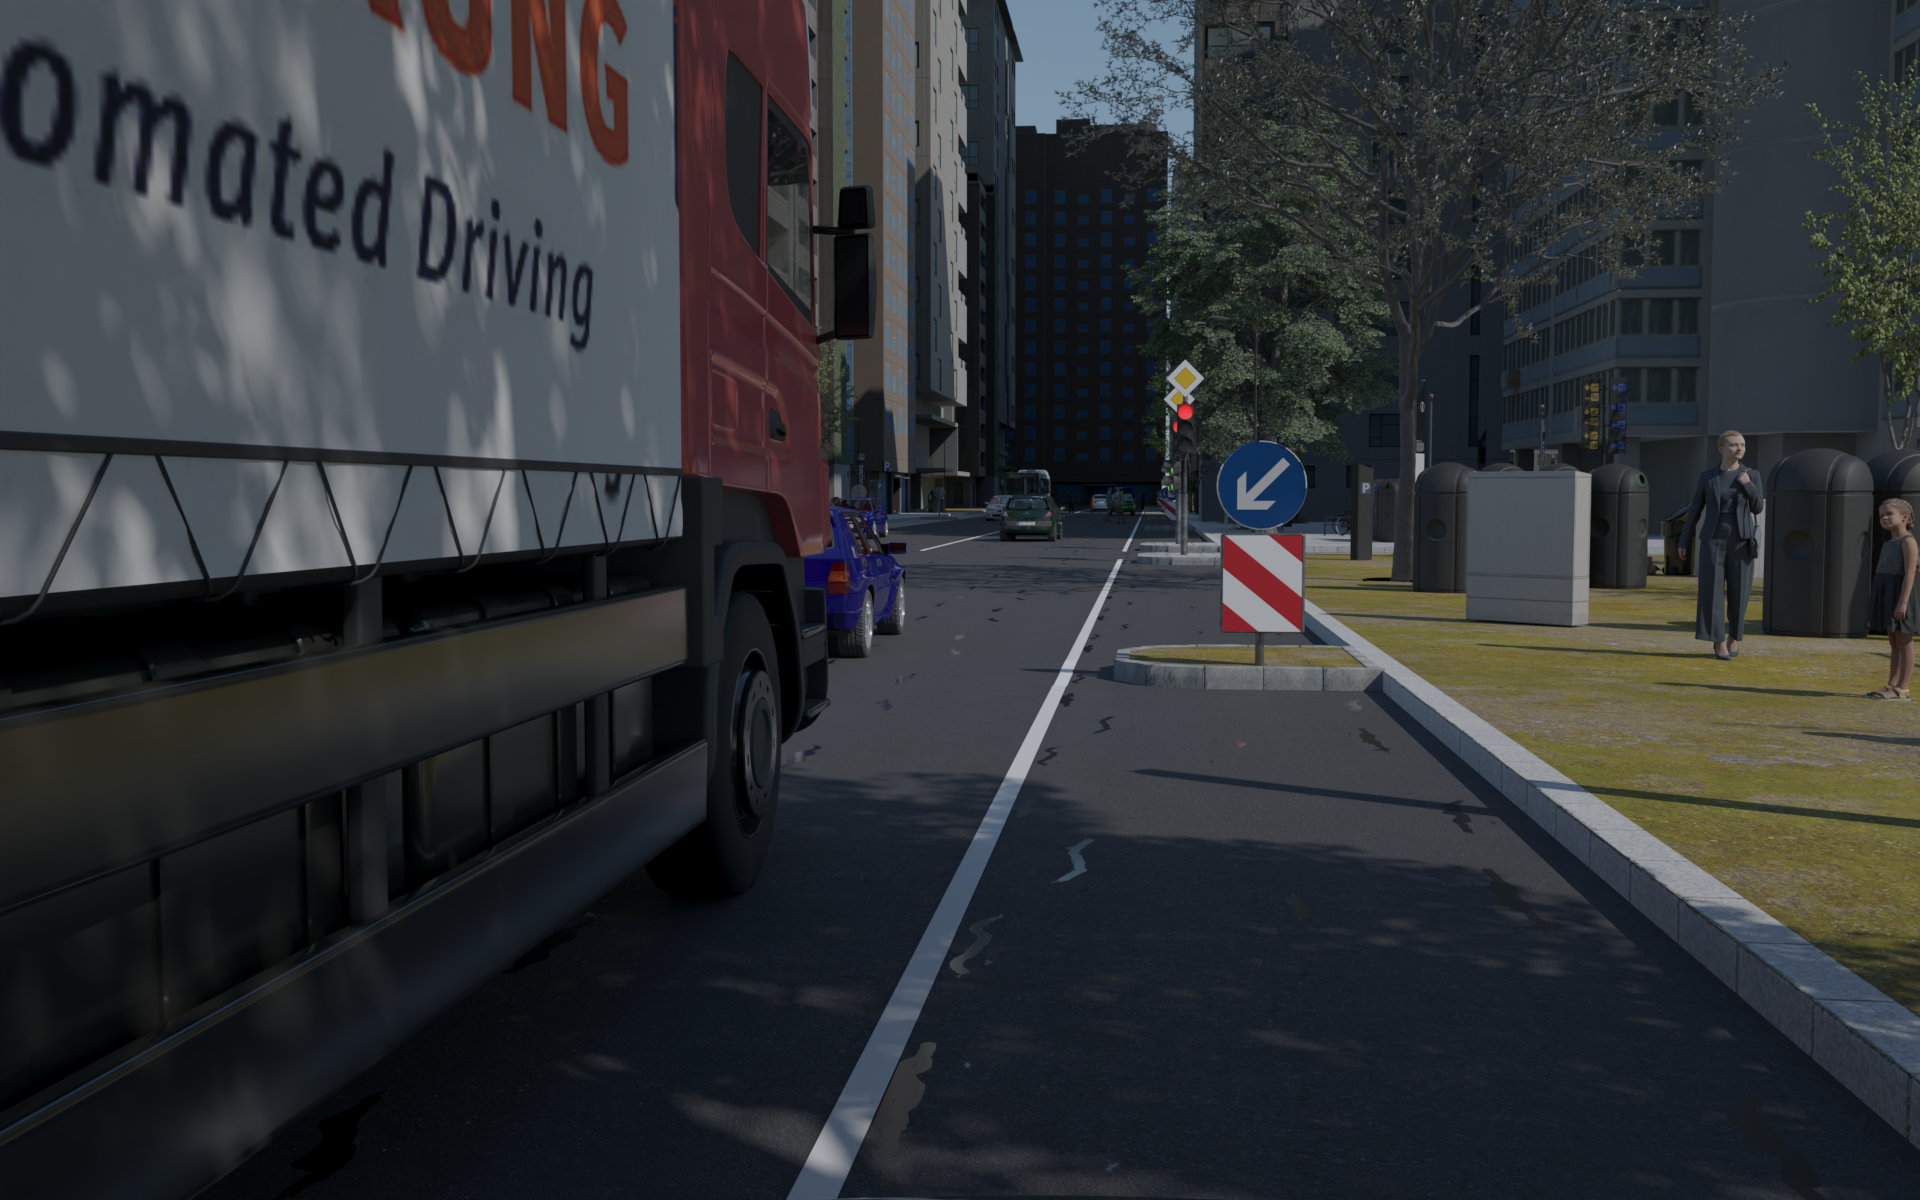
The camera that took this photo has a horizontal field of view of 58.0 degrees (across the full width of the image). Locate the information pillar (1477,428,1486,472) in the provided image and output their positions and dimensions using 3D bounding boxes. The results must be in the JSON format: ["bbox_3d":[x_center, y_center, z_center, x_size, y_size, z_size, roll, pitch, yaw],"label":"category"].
[{"bbox_3d":[18.529,-4.293,61.541,0.183,3.616,0.504,3,5,43],"label":"information pillar"}]

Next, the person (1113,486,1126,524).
[{"bbox_3d":[7.688,-4.608,83.967,0.709,1.813,0.853,3,5,39],"label":"person"}]

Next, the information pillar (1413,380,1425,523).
[{"bbox_3d":[9.397,-2.701,35.523,0.183,3.616,0.504,2,4,35],"label":"information pillar"}]

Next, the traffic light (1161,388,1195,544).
[{"bbox_3d":[5.567,-3.381,44.202,0.839,4.253,0.868,0,4,6],"label":"traffic light"}]

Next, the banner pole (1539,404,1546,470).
[{"bbox_3d":[16.211,-3.561,48.237,0.401,3.779,0.863,1,4,10],"label":"banner pole"}]

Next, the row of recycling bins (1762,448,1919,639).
[{"bbox_3d":[9.105,-0.550,16.101,3.534,1.692,1.069,-1,4,-17],"label":"row of recycling bins"}]

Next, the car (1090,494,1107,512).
[{"bbox_3d":[11.443,-7.776,139.133,2.014,1.417,4.499,0,4,8],"label":"car"}]

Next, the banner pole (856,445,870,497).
[{"bbox_3d":[-4.926,-6.048,88.898,0.863,3.779,0.401,0,3,0],"label":"banner pole"}]

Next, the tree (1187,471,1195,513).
[{"bbox_3d":[16.160,-7.665,119.919,1.663,3.219,1.824,0,3,0],"label":"tree"}]

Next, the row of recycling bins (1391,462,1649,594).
[{"bbox_3d":[7.633,-0.985,23.214,3.534,1.692,1.069,-1,4,-20],"label":"row of recycling bins"}]

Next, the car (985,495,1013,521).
[{"bbox_3d":[2.419,-4.979,93.769,2.083,1.381,4.827,0,4,5],"label":"car"}]

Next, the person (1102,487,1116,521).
[{"bbox_3d":[7.872,-5.045,91.103,0.853,1.813,0.709,1,4,11],"label":"person"}]

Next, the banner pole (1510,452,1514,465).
[{"bbox_3d":[28.797,-6.166,90.838,0.401,3.779,0.863,-1,4,-15],"label":"banner pole"}]

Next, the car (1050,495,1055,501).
[{"bbox_3d":[7.164,-8.444,149.863,2.131,1.459,4.920,0,4,7],"label":"car"}]

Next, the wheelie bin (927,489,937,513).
[{"bbox_3d":[-1.873,-6.812,119.279,0.693,1.594,0.980,0,4,7],"label":"wheelie bin"}]

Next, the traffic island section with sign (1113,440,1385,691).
[{"bbox_3d":[2.216,-0.306,13.627,1.989,1.847,2.006,0,4,6],"label":"traffic island section with sign"}]

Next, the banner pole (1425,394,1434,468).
[{"bbox_3d":[11.539,-3.267,43.428,0.863,3.779,0.401,1,4,19],"label":"banner pole"}]

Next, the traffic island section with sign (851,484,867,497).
[{"bbox_3d":[-4.118,-3.762,70.144,1.989,1.847,2.006,0,4,6],"label":"traffic island section with sign"}]

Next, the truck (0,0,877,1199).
[{"bbox_3d":[-2.246,-0.855,2.897,2.839,4.237,11.283,0,4,6],"label":"truck"}]

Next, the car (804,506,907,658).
[{"bbox_3d":[-1.532,-0.243,16.559,1.945,1.354,3.894,0,4,5],"label":"car"}]

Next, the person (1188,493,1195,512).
[{"bbox_3d":[16.695,-7.161,123.120,1.348,1.824,0.705,-3,5,-45],"label":"person"}]

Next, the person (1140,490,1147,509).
[{"bbox_3d":[17.329,-9.483,163.677,0.705,1.807,1.348,2,4,33],"label":"person"}]

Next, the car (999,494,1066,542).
[{"bbox_3d":[2.223,-2.674,53.503,2.009,1.686,4.222,0,4,7],"label":"car"}]

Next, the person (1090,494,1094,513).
[{"bbox_3d":[10.157,-7.429,133.224,0.557,1.426,1.065,1,4,13],"label":"person"}]

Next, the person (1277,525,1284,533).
[{"bbox_3d":[10.518,-3.135,57.485,0.526,1.800,0.537,2,4,35],"label":"person"}]

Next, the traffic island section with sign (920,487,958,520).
[{"bbox_3d":[-1.135,-5.402,96.947,1.989,1.847,2.006,0,4,6],"label":"traffic island section with sign"}]

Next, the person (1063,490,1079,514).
[{"bbox_3d":[7.912,-6.976,123.268,1.217,1.735,0.721,-1,4,-12],"label":"person"}]

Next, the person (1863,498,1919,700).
[{"bbox_3d":[5.814,-0.005,10.798,0.373,1.253,0.362,0,4,6],"label":"person"}]

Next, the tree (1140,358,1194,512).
[{"bbox_3d":[16.994,-12.269,126.354,9.928,11.665,9.643,0,3,0],"label":"tree"}]

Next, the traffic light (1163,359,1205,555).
[{"bbox_3d":[4.687,-2.896,36.265,0.839,4.253,0.868,0,4,6],"label":"traffic light"}]

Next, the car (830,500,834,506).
[{"bbox_3d":[-4.333,-2.312,46.592,1.959,1.807,4.718,0,4,5],"label":"car"}]

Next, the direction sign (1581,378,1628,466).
[{"bbox_3d":[12.533,-2.553,33.744,0.876,3.537,0.379,0,4,-3],"label":"direction sign"}]

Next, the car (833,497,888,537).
[{"bbox_3d":[-3.406,-2.660,56.073,1.945,1.354,3.894,0,4,6],"label":"car"}]

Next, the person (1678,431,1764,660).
[{"bbox_3d":[5.960,-0.432,13.532,0.576,1.772,0.534,0,4,1],"label":"person"}]

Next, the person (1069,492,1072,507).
[{"bbox_3d":[12.491,-11.434,195.453,0.705,1.822,1.348,0,4,-5],"label":"person"}]

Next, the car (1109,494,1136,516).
[{"bbox_3d":[10.852,-6.580,116.378,1.959,1.807,4.718,0,4,4],"label":"car"}]

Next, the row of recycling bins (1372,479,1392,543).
[{"bbox_3d":[11.721,-2.449,47.151,1.069,1.692,3.534,0,4,2],"label":"row of recycling bins"}]
